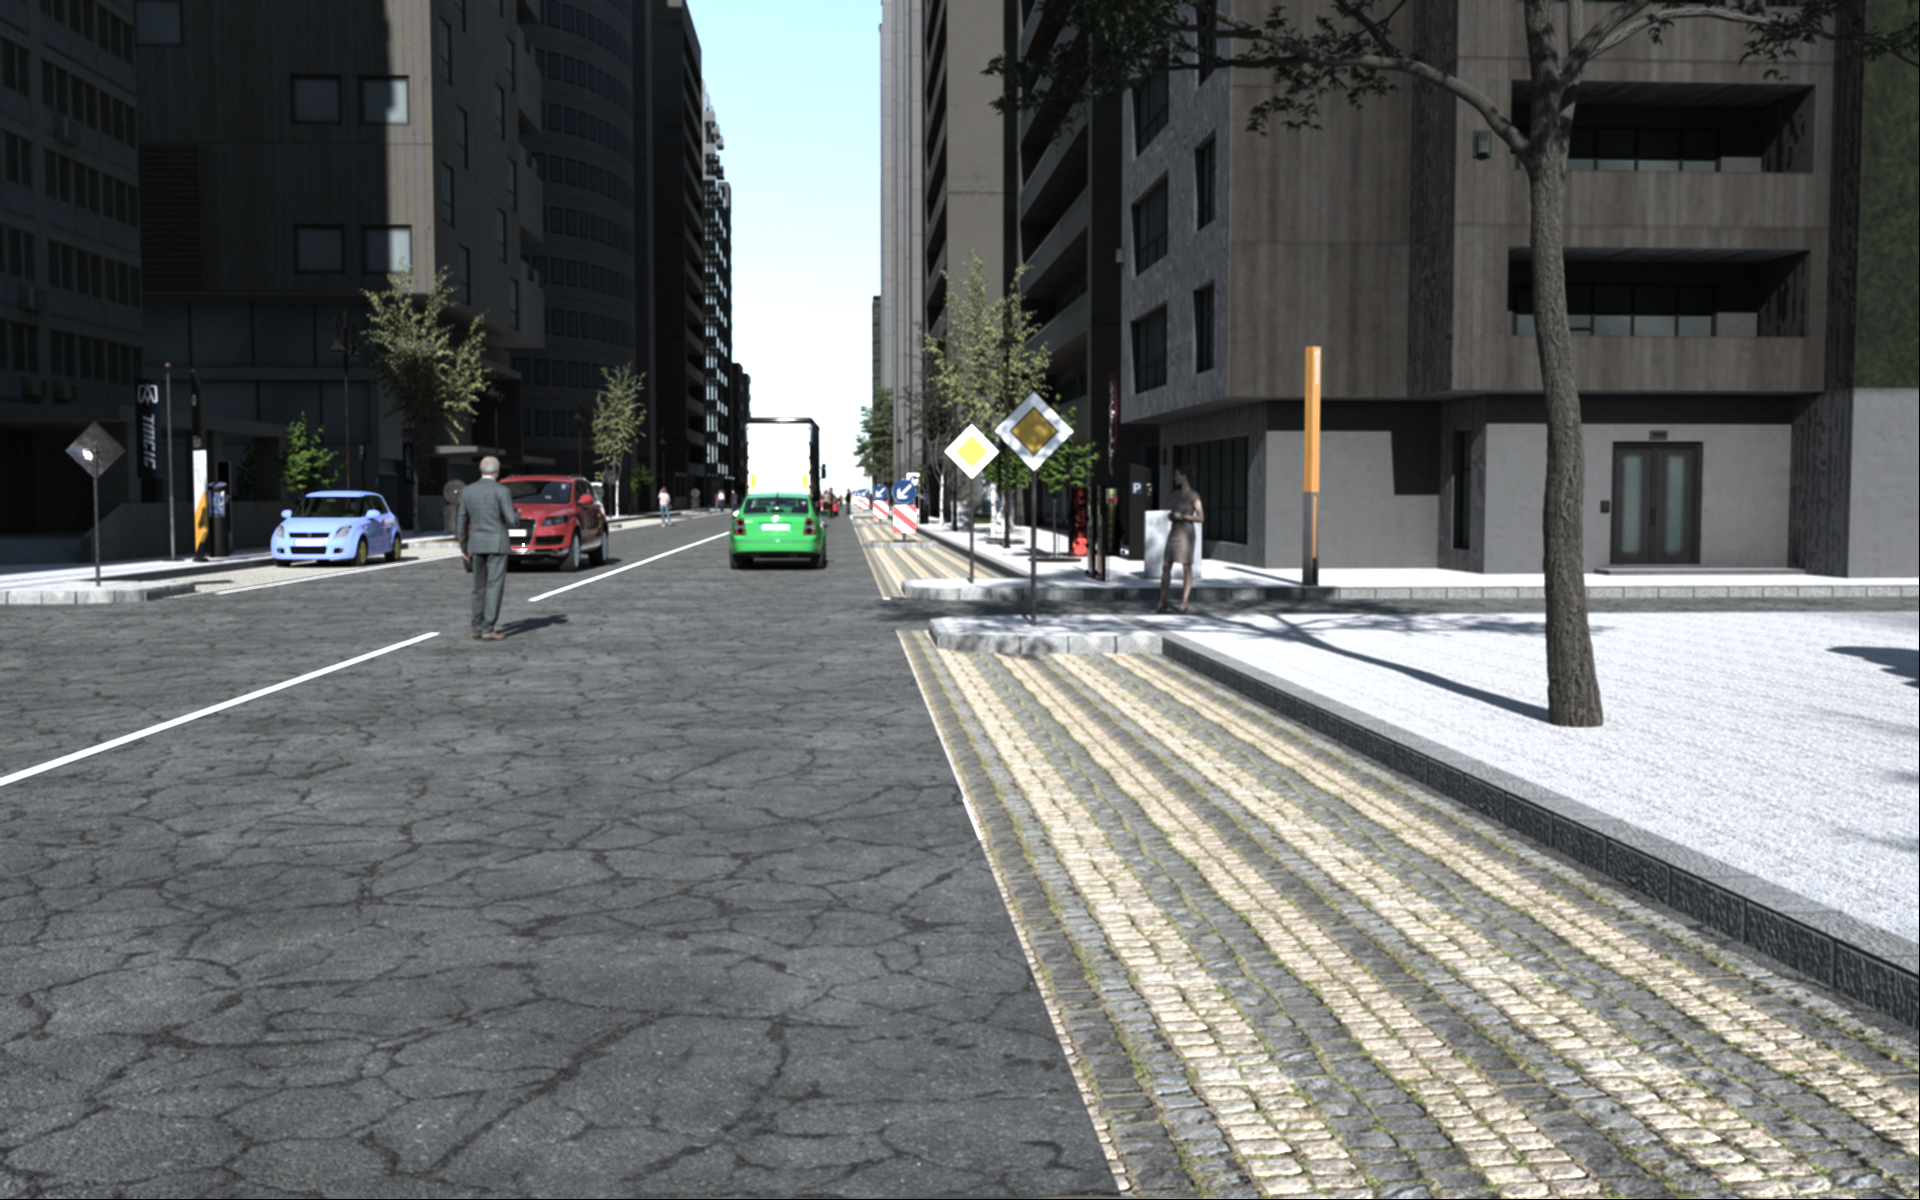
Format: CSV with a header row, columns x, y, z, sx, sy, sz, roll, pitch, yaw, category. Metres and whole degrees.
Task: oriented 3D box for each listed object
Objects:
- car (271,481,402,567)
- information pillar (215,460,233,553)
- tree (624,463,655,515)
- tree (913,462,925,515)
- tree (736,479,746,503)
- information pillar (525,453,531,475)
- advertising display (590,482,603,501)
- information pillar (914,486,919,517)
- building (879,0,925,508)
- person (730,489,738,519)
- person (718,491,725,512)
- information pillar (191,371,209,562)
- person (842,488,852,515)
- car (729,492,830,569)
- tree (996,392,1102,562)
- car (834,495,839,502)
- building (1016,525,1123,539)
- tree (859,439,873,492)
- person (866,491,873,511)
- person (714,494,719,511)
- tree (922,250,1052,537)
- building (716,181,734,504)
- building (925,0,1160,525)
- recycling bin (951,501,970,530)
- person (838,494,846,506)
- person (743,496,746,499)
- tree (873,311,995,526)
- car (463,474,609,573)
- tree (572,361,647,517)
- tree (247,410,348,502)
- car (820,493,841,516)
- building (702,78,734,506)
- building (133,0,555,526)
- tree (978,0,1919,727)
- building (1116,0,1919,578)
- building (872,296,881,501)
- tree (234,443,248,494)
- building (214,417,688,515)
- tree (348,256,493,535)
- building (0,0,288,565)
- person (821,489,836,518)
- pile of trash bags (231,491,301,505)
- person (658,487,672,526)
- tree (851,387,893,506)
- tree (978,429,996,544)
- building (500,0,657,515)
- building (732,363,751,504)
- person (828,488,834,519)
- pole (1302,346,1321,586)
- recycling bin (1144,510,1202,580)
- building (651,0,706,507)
x,y,z,sx,sy,sz,roll,pitch,yaw,category
-12.562,-1.552,34.959,1.945,1.707,3.694,0,4,-2,car
-15.904,-2.015,37.438,0.304,2.012,0.304,-1,4,-23,information pillar
-19.881,-6.948,108.208,1.663,3.219,1.824,0,3,0,tree
-2.326,-6.690,103.988,1.663,3.219,1.824,0,3,0,tree
-28.105,-14.121,225.479,1.663,3.219,1.824,0,3,0,tree
-24.460,-6.534,98.190,0.183,3.616,0.504,1,4,16,information pillar
-19.438,-5.313,92.073,0.974,1.923,0.123,-3,5,-42,advertising display
-2.448,-5.666,97.125,0.304,2.012,0.304,-1,4,-12,information pillar
1.014,-40.642,206.487,21.231,58.520,28.212,0,4,-4,building
-13.171,-5.601,100.993,0.541,1.710,0.530,-3,5,-39,person
-19.437,-8.026,140.655,0.436,1.711,0.756,3,5,45,person
-14.413,-2.537,32.830,0.183,3.616,0.504,-3,5,-42,information pillar
-7.723,-6.781,119.380,0.705,1.822,1.348,-2,4,-28,person
-3.562,-1.561,34.324,1.959,1.807,4.718,0,4,-3,car
1.932,-2.348,32.989,1.663,3.219,1.824,0,3,0,tree
-11.433,-8.460,150.321,2.014,1.417,4.499,0,4,-4,car
13.610,-26.617,58.883,21.300,48.544,21.600,0,4,-4,building
-9.101,-14.703,190.754,4.360,8.622,3.978,0,3,0,tree
-7.655,-8.399,146.746,0.541,1.710,0.530,1,4,15,person
-20.172,-8.085,143.915,0.599,1.433,0.991,-1,4,-17,person
0.974,-6.210,51.904,4.737,8.622,4.395,0,3,0,tree
-36.361,-32.797,219.821,14.154,41.232,14.086,0,4,-4,building
9.328,-28.472,89.224,21.300,48.544,21.600,0,4,-4,building
0.103,-3.078,62.886,0.722,1.027,0.722,1,4,11,recycling bin
-11.918,-9.871,173.155,1.065,1.426,0.557,-1,4,-19,person
-20.123,-9.491,164.391,1.217,1.735,0.721,3,4,38,person
-0.680,-7.325,70.133,4.360,8.622,3.978,0,3,0,tree
-8.094,-1.510,33.358,2.281,1.827,5.304,0,4,-2,car
-19.202,-8.927,96.325,4.737,8.622,4.395,0,3,0,tree
-15.112,-2.764,39.794,1.663,3.219,1.824,0,3,0,tree
-8.833,-6.334,112.607,2.155,1.783,4.494,0,4,-6,car
-38.307,-35.311,196.940,23.786,49.044,30.456,0,4,-4,building
-33.573,-29.692,74.697,28.713,52.752,27.495,0,4,-4,building
3.149,-4.594,9.533,7.601,10.594,8.767,2,4,31,tree
10.968,-15.941,32.340,14.107,30.474,14.160,0,4,-4,building
-5.778,-29.370,251.894,14.160,30.474,14.107,0,4,-4,building
-22.905,-3.767,56.198,1.663,3.219,1.824,0,3,0,tree
-38.534,-27.257,137.534,32.217,40.220,23.993,0,4,-4,building
-16.987,-6.379,54.654,4.737,8.622,4.395,0,3,0,tree
-32.665,-21.092,36.741,32.217,40.220,23.993,0,4,-4,building
-8.182,-5.893,105.644,1.217,1.735,0.721,0,4,7,person
-23.604,-3.041,59.473,3.447,1.369,1.912,-3,5,-42,pile of trash bags
-13.112,-4.163,77.161,0.593,1.750,0.643,-1,4,-21,person
-7.720,-16.245,183.728,7.486,12.596,7.792,0,3,0,tree
1.296,-3.065,44.716,1.663,3.219,1.824,0,3,0,tree
-31.887,-34.821,111.315,21.231,58.520,28.212,0,4,-4,building
-43.739,-24.244,241.421,27.650,21.520,28.899,0,4,-4,building
-7.556,-5.655,101.055,0.705,1.812,1.348,0,4,-7,person
4.889,-1.849,24.071,0.158,3.312,0.155,0,3,0,pole
3.246,-0.845,26.363,0.722,1.027,0.722,2,4,24,recycling bin
-35.387,-32.851,160.820,21.300,48.544,21.600,0,4,-4,building
